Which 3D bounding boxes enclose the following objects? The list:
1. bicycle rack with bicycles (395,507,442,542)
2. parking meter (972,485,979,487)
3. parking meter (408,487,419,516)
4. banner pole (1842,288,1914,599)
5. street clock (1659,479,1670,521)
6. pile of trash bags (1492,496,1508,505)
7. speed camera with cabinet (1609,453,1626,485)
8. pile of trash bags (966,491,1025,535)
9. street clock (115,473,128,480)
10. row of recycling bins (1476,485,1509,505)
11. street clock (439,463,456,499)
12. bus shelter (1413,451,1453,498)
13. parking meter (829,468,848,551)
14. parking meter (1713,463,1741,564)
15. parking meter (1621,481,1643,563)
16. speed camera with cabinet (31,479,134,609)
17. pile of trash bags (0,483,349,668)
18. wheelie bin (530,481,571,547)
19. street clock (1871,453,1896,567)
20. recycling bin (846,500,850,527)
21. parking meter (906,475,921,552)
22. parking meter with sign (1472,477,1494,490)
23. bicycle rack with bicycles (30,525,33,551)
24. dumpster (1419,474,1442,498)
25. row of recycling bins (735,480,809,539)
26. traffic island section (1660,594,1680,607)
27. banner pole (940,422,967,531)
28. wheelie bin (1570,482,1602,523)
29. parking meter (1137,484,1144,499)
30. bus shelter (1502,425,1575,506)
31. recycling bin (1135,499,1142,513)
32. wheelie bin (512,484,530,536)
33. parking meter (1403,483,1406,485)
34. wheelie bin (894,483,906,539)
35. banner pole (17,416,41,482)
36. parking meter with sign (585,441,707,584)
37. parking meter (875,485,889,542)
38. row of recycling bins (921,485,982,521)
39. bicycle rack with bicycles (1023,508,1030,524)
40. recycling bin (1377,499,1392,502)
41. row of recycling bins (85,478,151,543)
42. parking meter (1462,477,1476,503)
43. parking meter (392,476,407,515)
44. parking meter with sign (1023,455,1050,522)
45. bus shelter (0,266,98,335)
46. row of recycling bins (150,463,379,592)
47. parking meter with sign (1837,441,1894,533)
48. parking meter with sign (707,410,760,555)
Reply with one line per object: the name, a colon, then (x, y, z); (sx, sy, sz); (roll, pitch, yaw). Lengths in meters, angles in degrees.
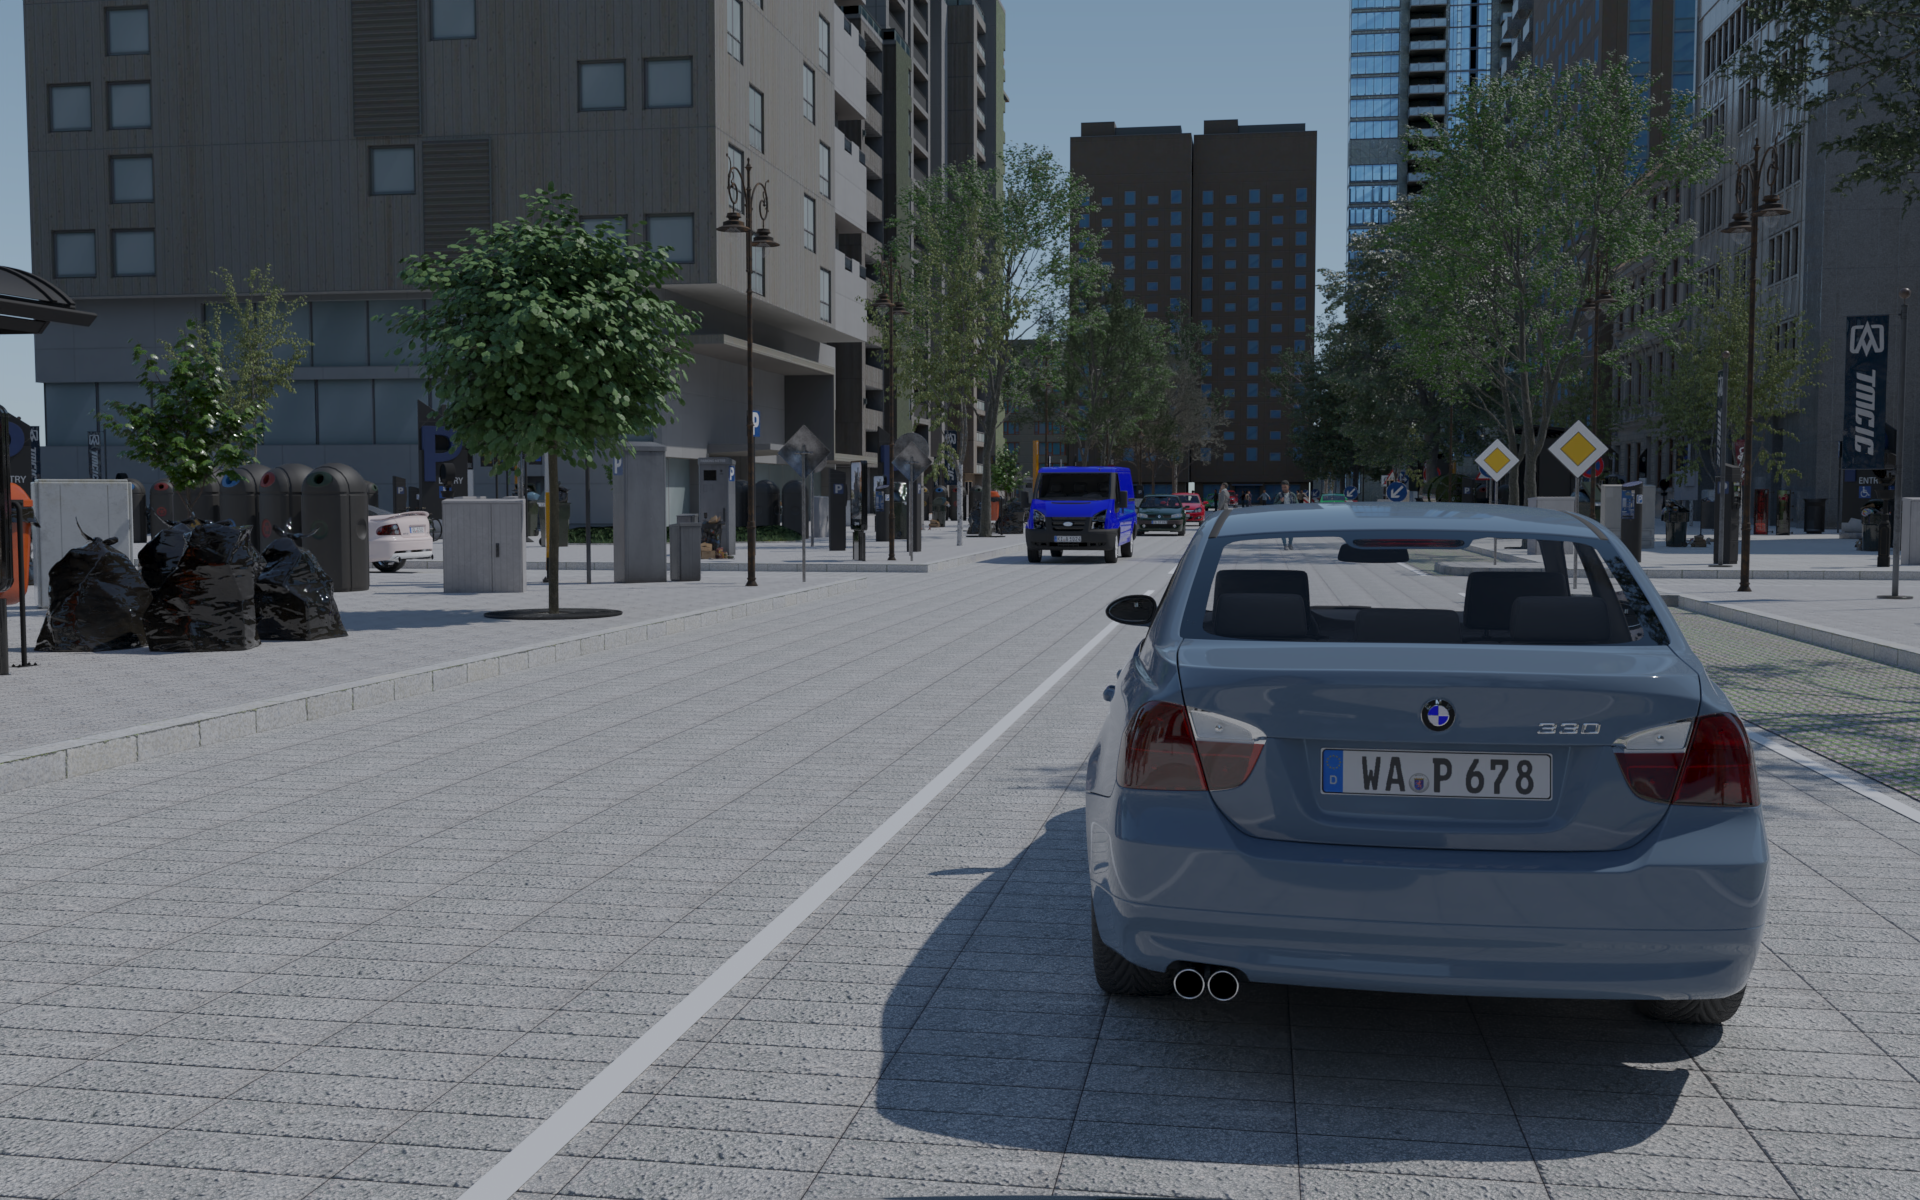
bicycle rack with bicycles: (-15.153, -2.015, 46.325); (2.852, 0.926, 2.925); (3, 5, 40)
parking meter: (0.970, -6.188, 106.890); (0.399, 1.863, 0.255); (2, 4, 29)
parking meter: (-18.366, -3.052, 58.306); (0.372, 1.533, 0.369); (0, 3, 0)
banner pole: (11.278, -1.911, 21.262); (0.863, 3.779, 0.401); (2, 4, 28)
street clock: (33.511, -4.764, 82.454); (0.471, 2.002, 0.358); (1, 4, 15)
pile of trash bags: (21.762, -3.606, 68.711); (3.447, 1.369, 1.912); (0, 4, -6)
speed camera with cabinet: (30.603, -5.371, 82.150); (2.038, 3.252, 0.660); (-2, 4, -24)
pile of trash bags: (1.112, -2.784, 55.275); (1.912, 1.369, 3.447); (0, 4, 2)
street clock: (-28.729, -3.354, 59.415); (0.471, 2.002, 0.358); (3, 5, 39)
row of recycling bins: (22.519, -4.213, 76.000); (3.534, 1.692, 1.069); (1, 4, 17)
street clock: (-11.958, -2.194, 40.448); (0.358, 2.002, 0.471); (-3, 4, -36)
bus shelter: (25.850, -6.336, 94.873); (1.731, 3.624, 6.357); (1, 4, 10)
parking meter: (-2.755, -2.045, 39.146); (0.399, 1.863, 0.255); (-1, 4, -15)
parking meter: (14.049, -1.590, 31.706); (0.255, 1.863, 0.399); (-2, 4, -32)
parking meter: (12.606, -1.474, 32.513); (0.372, 1.533, 0.369); (0, 3, 0)
speed camera with cabinet: (-10.416, -1.530, 19.351); (2.038, 3.252, 0.660); (-2, 4, -32)
pile of trash bags: (-6.778, -0.276, 14.263); (1.912, 1.369, 3.447); (1, 4, 17)
wheelie bin: (-9.887, -2.099, 42.229); (0.693, 1.594, 0.980); (-3, 4, -37)
street clock: (16.262, -1.582, 30.437); (0.471, 2.002, 0.358); (2, 4, 34)
recycling bin: (-4.419, -3.436, 68.733); (0.722, 1.027, 0.722); (0, 4, 7)
parking meter: (-1.022, -2.003, 38.459); (0.255, 1.863, 0.399); (1, 4, 15)
parking meter with sign: (23.664, -5.076, 79.247); (1.738, 3.016, 0.543); (-1, 4, -15)
bicycle rack with bicycles: (-21.046, -1.560, 38.888); (2.852, 0.926, 2.925); (0, 4, -4)
dumpster: (21.995, -4.727, 79.776); (1.502, 2.255, 1.985); (1, 4, 10)
row of recycling bins: (-5.937, -2.631, 50.126); (3.534, 1.692, 1.069); (2, 4, 26)
traffic island section: (8.340, -0.071, 23.438); (2.009, 0.180, 2.903); (1, 4, 10)
banner pole: (-0.171, -4.278, 59.957); (0.863, 3.779, 0.401); (-1, 4, -18)
wheelie bin: (16.117, -2.241, 44.542); (0.980, 1.594, 0.693); (-3, 5, -42)
parking meter: (10.505, -5.819, 100.845); (0.399, 1.863, 0.255); (1, 4, 10)
bus shelter: (20.391, -4.267, 61.053); (1.731, 3.624, 6.357); (1, 4, 10)
recycling bin: (10.008, -5.197, 97.525); (0.722, 1.027, 0.722); (0, 4, 8)
wheelie bin: (-13.171, -2.729, 52.524); (0.980, 1.594, 0.693); (1, 4, 14)
parking meter: (23.580, -5.313, 92.579); (0.255, 1.863, 0.399); (-3, 4, -36)
wheelie bin: (-1.612, -2.522, 49.142); (0.980, 1.594, 0.693); (-3, 4, -37)
banner pole: (-30.052, -4.027, 55.861); (0.863, 3.779, 0.401); (0, 4, -5)
parking meter with sign: (-4.618, -1.761, 25.056); (1.738, 3.016, 0.543); (-3, 4, -36)
parking meter: (-2.087, -2.338, 46.636); (0.372, 1.533, 0.369); (0, 3, 0)
row of recycling bins: (-0.550, -4.651, 83.160); (3.534, 1.692, 1.069); (0, 4, 7)
bicycle rack with bicycles: (3.151, -3.673, 73.434); (2.852, 0.926, 2.925); (-2, 4, -28)
recycling bin: (20.690, -4.370, 84.000); (0.722, 1.027, 0.722); (2, 4, 33)
row of recycling bins: (-21.391, -2.351, 45.549); (3.534, 1.692, 1.069); (-1, 4, -17)
parking meter: (17.107, -3.215, 58.269); (0.399, 1.863, 0.255); (3, 4, 36)
parking meter: (-17.954, -3.047, 55.534); (0.399, 1.863, 0.255); (-2, 4, -35)
parking meter with sign: (3.195, -5.019, 78.322); (1.738, 3.016, 0.543); (0, 4, 8)
bus shelter: (-9.065, -1.153, 12.781); (2.014, 3.302, 5.546); (1, 4, 10)
row of recycling bins: (-9.425, -1.012, 23.666); (3.534, 1.692, 1.069); (2, 4, 31)
parking meter with sign: (29.629, -3.687, 56.538); (1.738, 3.016, 0.543); (1, 4, 23)
parking meter with sign: (-5.112, -2.457, 36.430); (1.738, 3.016, 0.543); (1, 4, 14)
